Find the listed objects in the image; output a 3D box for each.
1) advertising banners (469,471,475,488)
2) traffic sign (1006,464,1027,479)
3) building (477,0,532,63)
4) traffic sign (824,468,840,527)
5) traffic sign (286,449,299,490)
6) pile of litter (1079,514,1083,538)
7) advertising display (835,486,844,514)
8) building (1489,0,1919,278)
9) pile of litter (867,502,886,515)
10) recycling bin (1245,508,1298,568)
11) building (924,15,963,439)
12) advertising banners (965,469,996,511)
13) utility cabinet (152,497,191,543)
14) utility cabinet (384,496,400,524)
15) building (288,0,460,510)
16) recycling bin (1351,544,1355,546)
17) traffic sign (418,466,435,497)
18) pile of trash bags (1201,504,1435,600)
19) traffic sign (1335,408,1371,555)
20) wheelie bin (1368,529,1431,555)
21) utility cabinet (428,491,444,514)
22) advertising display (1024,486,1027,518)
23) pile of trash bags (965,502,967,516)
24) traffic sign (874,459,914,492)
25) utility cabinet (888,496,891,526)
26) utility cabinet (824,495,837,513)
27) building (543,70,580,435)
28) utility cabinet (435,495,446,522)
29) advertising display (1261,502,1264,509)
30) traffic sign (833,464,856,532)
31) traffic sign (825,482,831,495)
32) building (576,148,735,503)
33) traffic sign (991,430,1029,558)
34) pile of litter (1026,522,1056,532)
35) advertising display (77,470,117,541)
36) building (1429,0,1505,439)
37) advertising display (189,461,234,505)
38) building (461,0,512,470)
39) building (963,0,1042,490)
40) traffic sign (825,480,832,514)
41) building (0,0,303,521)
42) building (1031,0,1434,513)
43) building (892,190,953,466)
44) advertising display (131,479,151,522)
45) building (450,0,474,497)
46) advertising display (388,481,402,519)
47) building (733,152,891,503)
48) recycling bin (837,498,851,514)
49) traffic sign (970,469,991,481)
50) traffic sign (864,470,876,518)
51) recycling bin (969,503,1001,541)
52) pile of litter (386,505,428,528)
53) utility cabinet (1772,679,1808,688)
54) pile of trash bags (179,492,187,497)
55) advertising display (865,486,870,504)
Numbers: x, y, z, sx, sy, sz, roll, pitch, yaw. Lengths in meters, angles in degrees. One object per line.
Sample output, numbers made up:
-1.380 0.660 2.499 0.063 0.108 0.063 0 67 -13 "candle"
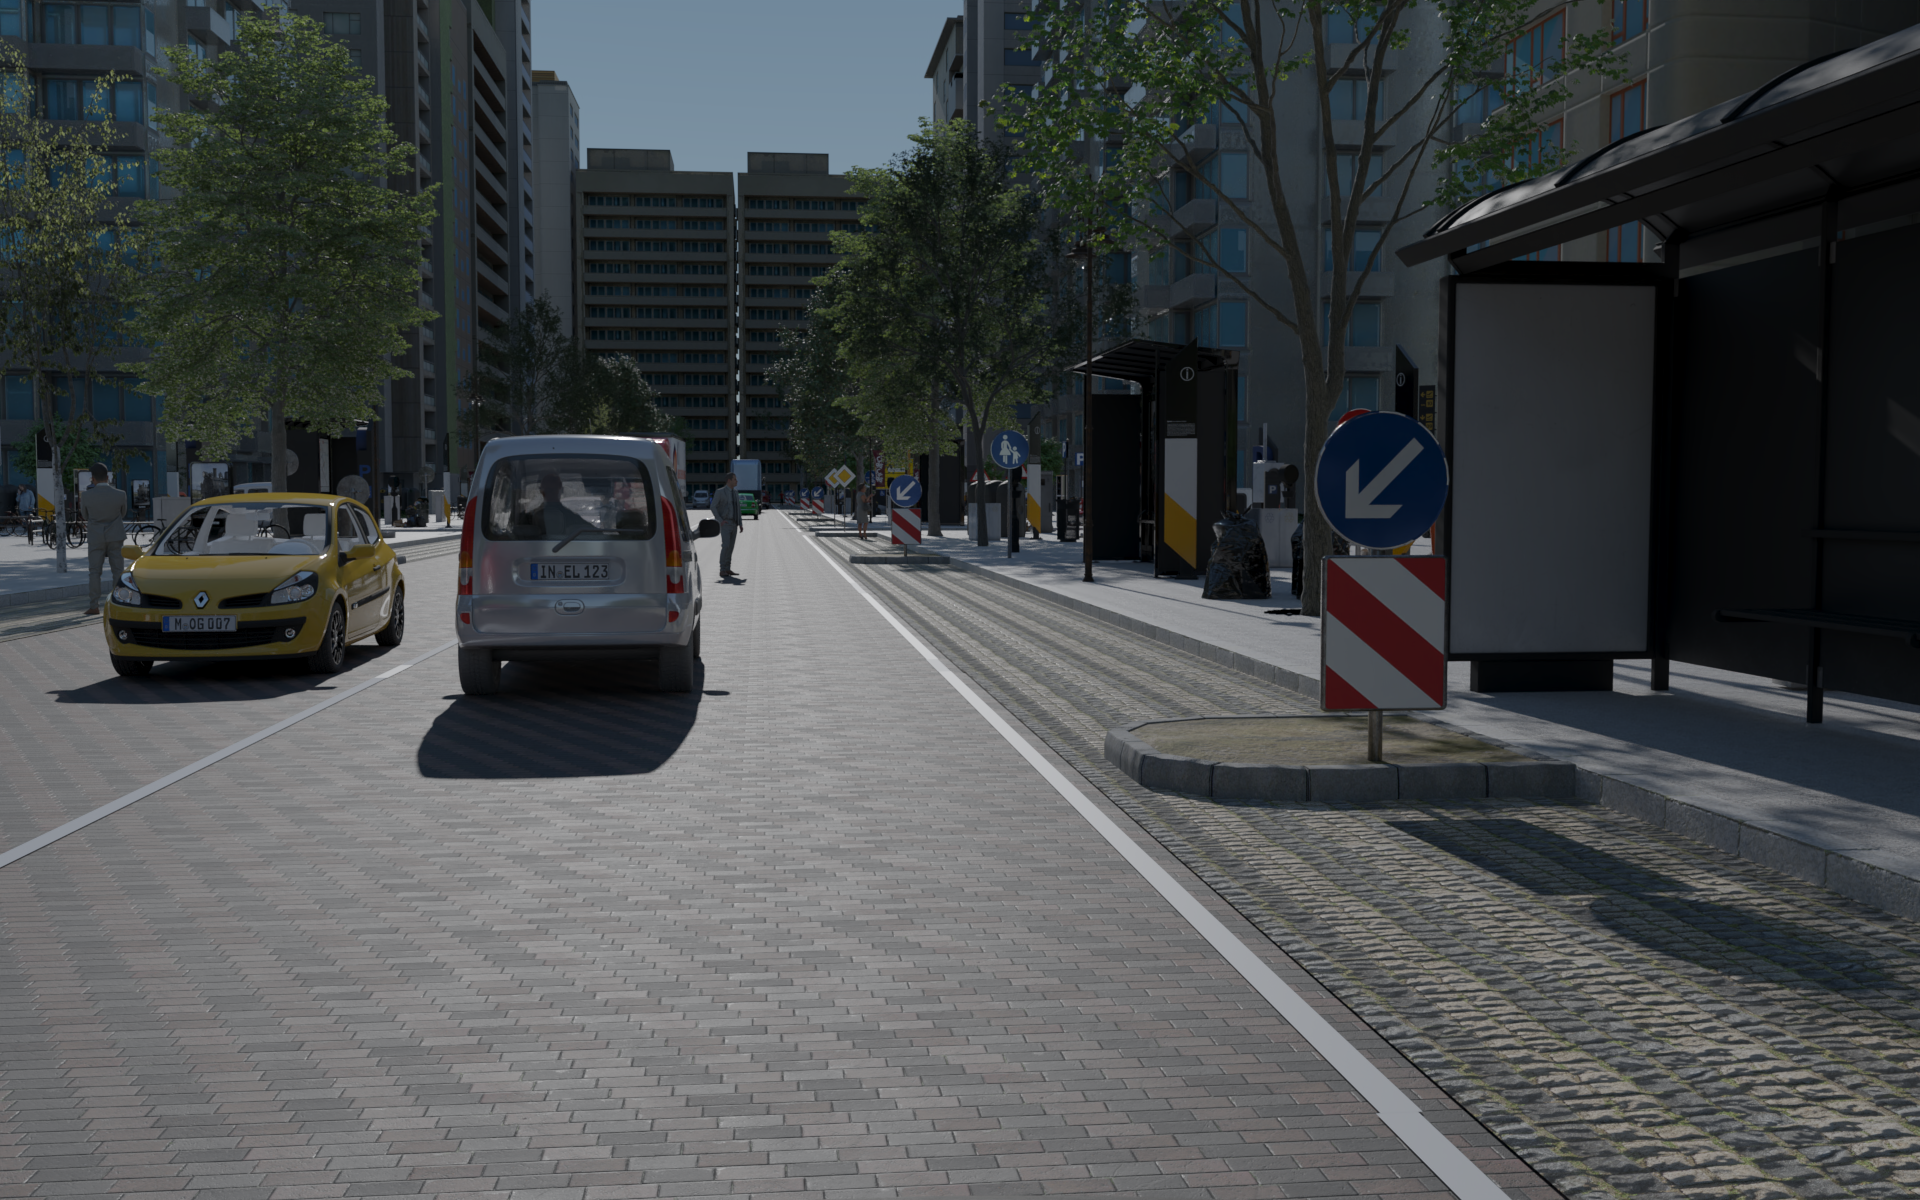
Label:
-36.746 -8.367 132.991 2.074 3.025 0.090 1 4 10 "advertising banners"
2.021 -3.669 59.999 0.884 2.594 0.081 0 4 3 "traffic sign"
-60.829 -39.443 186.897 28.212 58.520 21.231 0 4 -7 "building"
-4.817 -3.843 66.480 0.795 2.450 0.064 0 4 -7 "traffic sign"
-18.996 -2.976 48.765 0.768 2.556 0.104 0 4 1 "traffic sign"
4.019 -2.237 50.539 1.176 0.858 1.719 -1 4 -18 "pile of litter"
-7.621 -6.404 109.913 0.123 1.923 0.974 2 4 27 "advertising display"
28.742 -11.360 30.777 27.650 21.520 28.899 0 4 -7 "building"
-5.431 -5.604 105.590 1.176 0.858 1.719 3 4 36 "pile of litter"
5.440 -1.087 30.323 0.722 1.027 0.722 -1 4 -14 "recycling bin"
11.624 -36.822 191.270 28.713 52.752 27.495 0 4 -7 "building"
1.230 -6.711 105.912 2.074 3.025 0.090 1 4 17 "advertising banners"
-17.568 -1.693 38.849 0.306 1.237 1.020 2 4 26 "utility cabinet"
-24.216 -3.832 73.817 0.306 1.237 1.020 0 4 4 "utility cabinet"
-46.131 -27.277 129.570 14.154 41.232 14.086 0 4 -7 "building"
10.067 -1.881 43.303 0.722 1.027 0.722 -1 4 -14 "recycling bin"
-24.423 -4.842 79.269 0.768 2.556 0.104 0 4 2 "traffic sign"
4.615 -0.708 21.328 3.447 1.369 1.912 2 4 25 "pile of trash bags"
5.947 -1.573 25.826 0.768 2.556 0.104 0 4 -2 "traffic sign"
7.079 -1.254 28.418 0.980 1.594 0.693 0 4 -5 "wheelie bin"
-32.511 -6.058 107.719 0.318 1.500 1.173 2 4 28 "utility cabinet"
3.456 -5.322 92.232 0.974 1.923 0.123 1 4 17 "advertising display"
-0.597 -5.761 103.948 1.912 1.369 3.447 -1 4 -8 "pile of trash bags"
-3.734 -6.351 97.717 2.265 3.308 0.079 0 4 -1 "traffic sign"
-2.691 -3.610 70.187 0.306 1.237 1.020 -1 4 -13 "utility cabinet"
-8.636 -6.463 116.838 1.020 1.237 0.306 0 4 8 "utility cabinet"
-67.701 -42.877 243.030 28.212 58.520 21.231 0 4 -7 "building"
-23.896 -4.189 79.658 0.306 1.237 1.020 0 4 -6 "utility cabinet"
10.373 -3.243 58.234 0.123 1.923 0.974 2 4 33 "advertising display"
-3.905 -3.358 58.547 0.795 2.450 0.064 0 4 -7 "traffic sign"
-10.413 -8.496 139.019 0.768 2.556 0.104 0 4 -6 "traffic sign"
-42.508 -38.067 246.089 21.600 48.544 21.300 0 4 -7 "building"
0.992 -2.107 34.554 0.768 2.556 0.104 0 4 0 "traffic sign"
2.494 -2.771 59.263 1.719 0.858 1.176 0 4 -7 "pile of litter"
-23.588 -2.580 47.392 0.974 1.923 0.123 -2 4 -25 "advertising display"
23.751 -28.878 91.762 30.456 49.044 23.786 0 4 -7 "building"
-14.812 -1.780 34.315 0.974 1.923 0.123 1 4 19 "advertising display"
-54.310 -32.867 161.072 21.300 48.544 21.600 0 4 -7 "building"
10.837 -37.983 163.020 21.231 58.520 28.212 0 4 -7 "building"
-8.419 -6.920 113.247 0.768 2.556 0.104 0 4 -1 "traffic sign"
-49.355 -28.959 93.091 23.786 49.044 30.456 0 4 -7 "building"
17.502 -31.121 128.436 23.786 49.044 30.456 0 4 -7 "building"
-2.923 -36.550 247.698 14.200 45.320 14.600 0 4 -7 "building"
-36.247 -4.369 76.650 0.123 1.923 0.974 1 4 19 "advertising display"
-48.891 -30.196 143.807 14.600 45.320 14.200 0 4 -7 "building"
-28.184 -4.963 86.354 0.974 1.923 0.123 3 4 37 "advertising display"
-21.074 -38.230 248.762 21.600 48.544 21.300 0 4 -7 "building"
-7.676 -6.247 114.686 0.722 1.027 0.722 3 5 44 "recycling bin"
0.855 -4.458 72.890 0.884 2.594 0.081 0 4 0 "traffic sign"
-4.713 -5.649 92.472 0.768 2.556 0.104 0 4 3 "traffic sign"
0.682 -2.168 48.000 0.722 1.027 0.722 -1 4 -19 "recycling bin"
-21.312 -3.228 66.744 1.719 0.858 1.176 -2 4 -34 "pile of litter"
6.005 -0.165 11.370 1.173 1.500 0.318 0 4 2 "utility cabinet"
-29.327 -3.556 67.888 1.912 1.369 3.447 2 4 31 "pile of trash bags"
-5.679 -6.264 107.628 0.974 1.923 0.123 0 4 3 "advertising display"
